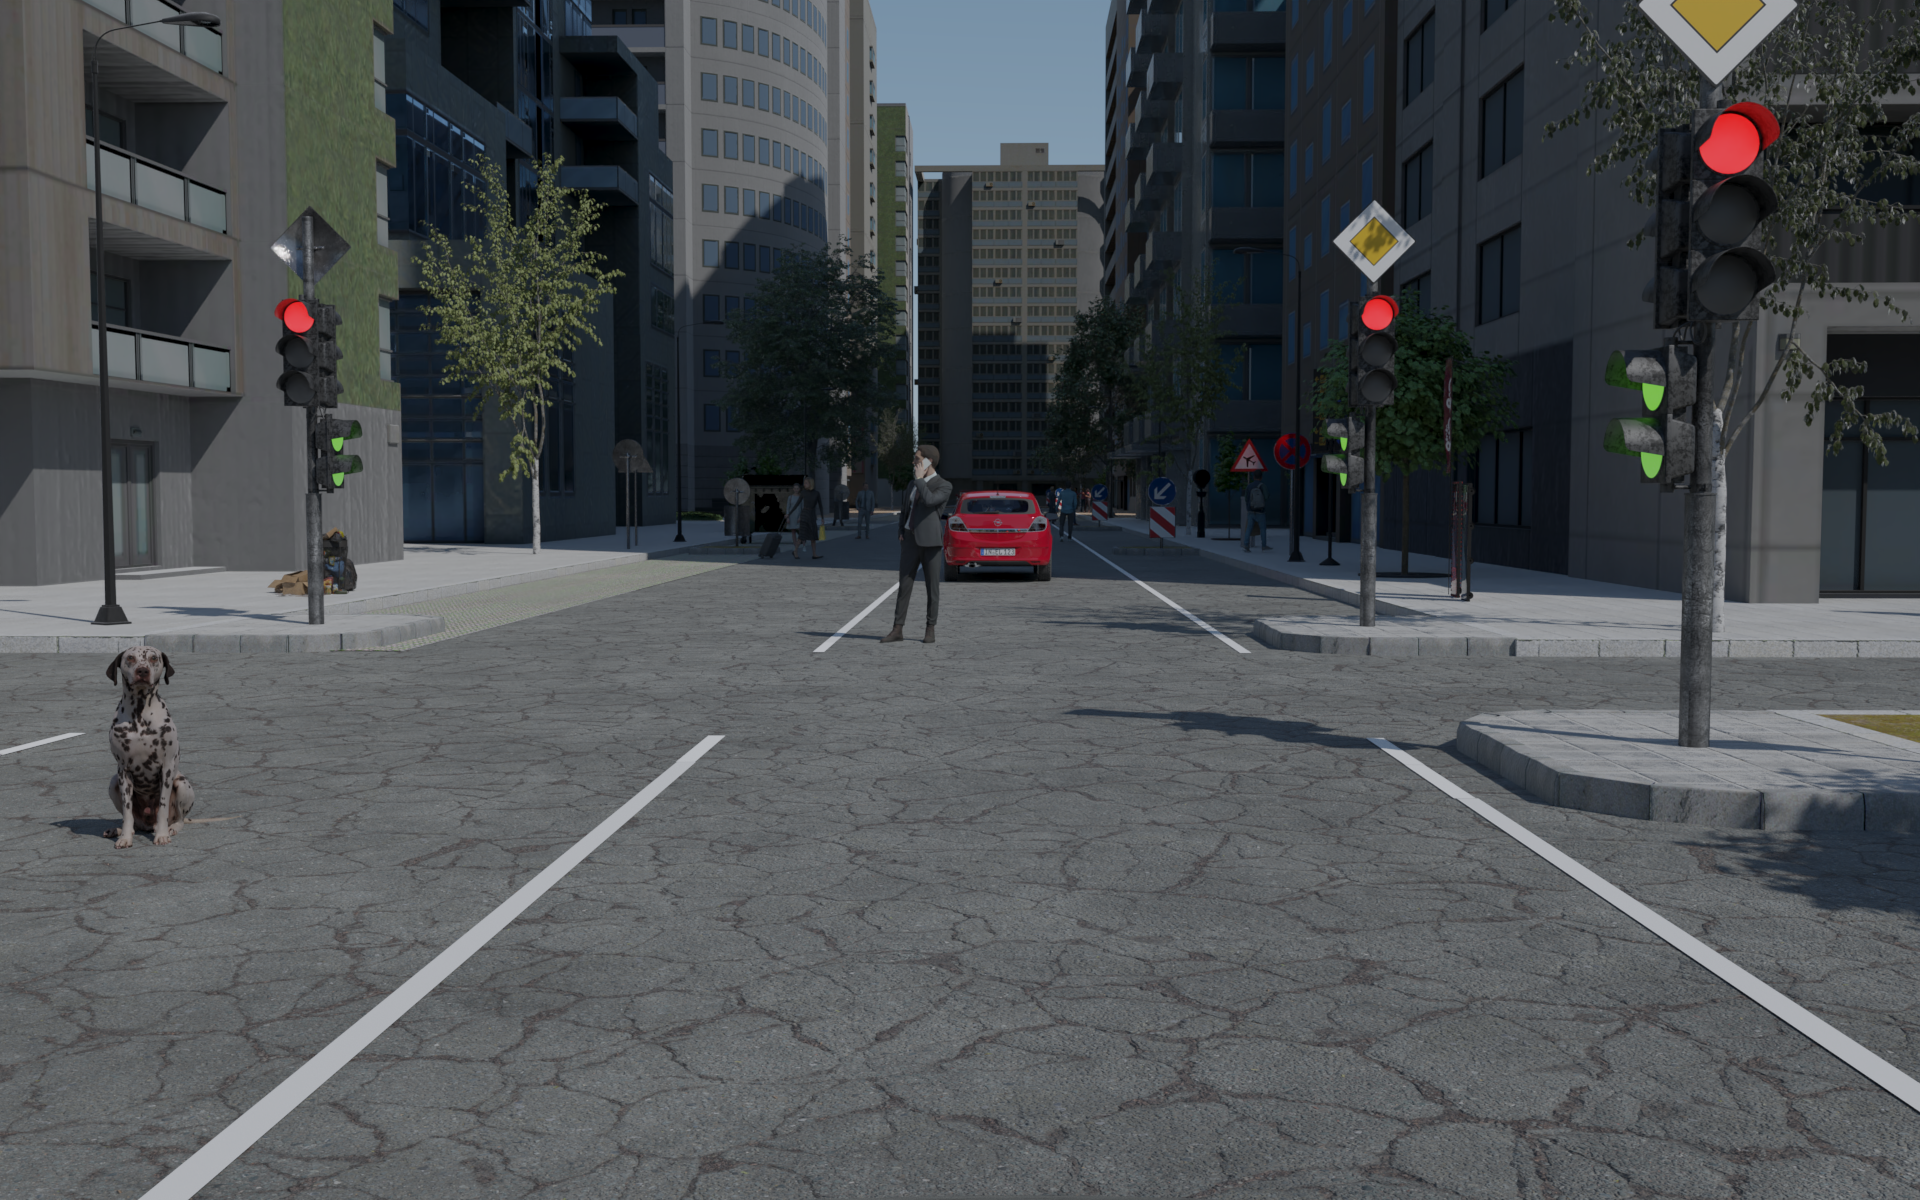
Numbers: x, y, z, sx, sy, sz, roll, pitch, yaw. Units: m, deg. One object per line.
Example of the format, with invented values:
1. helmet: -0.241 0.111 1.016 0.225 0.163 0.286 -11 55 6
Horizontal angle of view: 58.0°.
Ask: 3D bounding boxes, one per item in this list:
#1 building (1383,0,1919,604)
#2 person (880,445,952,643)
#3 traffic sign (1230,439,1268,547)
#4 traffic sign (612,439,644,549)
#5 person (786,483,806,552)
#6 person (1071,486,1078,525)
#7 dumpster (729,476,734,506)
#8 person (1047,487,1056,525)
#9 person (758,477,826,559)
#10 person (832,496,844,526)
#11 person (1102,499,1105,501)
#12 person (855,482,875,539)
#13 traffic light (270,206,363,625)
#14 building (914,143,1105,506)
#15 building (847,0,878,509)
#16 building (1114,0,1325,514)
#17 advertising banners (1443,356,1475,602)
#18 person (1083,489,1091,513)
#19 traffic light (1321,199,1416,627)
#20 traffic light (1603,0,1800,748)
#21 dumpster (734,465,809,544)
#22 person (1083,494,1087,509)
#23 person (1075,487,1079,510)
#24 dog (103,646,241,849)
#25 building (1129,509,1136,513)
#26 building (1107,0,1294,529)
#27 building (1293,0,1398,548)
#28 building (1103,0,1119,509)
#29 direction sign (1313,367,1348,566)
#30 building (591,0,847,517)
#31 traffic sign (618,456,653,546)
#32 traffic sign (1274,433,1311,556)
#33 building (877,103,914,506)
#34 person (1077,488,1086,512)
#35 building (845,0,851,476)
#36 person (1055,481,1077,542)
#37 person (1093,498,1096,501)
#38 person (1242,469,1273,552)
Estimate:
1. building: 19.823 -36.071 28.019 20.611 71.187 20.563 0 4 2
2. person: -0.400 -0.540 16.686 0.648 1.900 0.474 2 4 31
3. traffic sign: 6.824 -2.503 40.920 0.884 2.594 0.081 0 4 8
4. traffic sign: -7.709 -2.452 40.198 0.768 2.556 0.104 1 4 9
5. person: -4.070 -2.058 43.151 0.512 1.701 0.522 0 3 0
6. person: 5.093 -4.308 79.122 0.419 1.800 0.721 -3 5 -45
7. dumpster: -7.272 -3.518 60.009 1.502 2.255 1.985 0 4 2
8. person: 4.305 -4.428 81.323 0.576 1.772 0.534 3 5 40
9. person: -3.668 -1.814 38.370 1.509 1.804 0.699 2 4 30
10. person: -5.028 -3.901 72.685 0.834 1.777 0.661 -3 4 -36
11. person: 12.797 -9.013 153.953 0.990 1.755 0.434 -1 4 -22
12. person: -3.058 -2.876 55.617 0.635 1.810 0.391 0 4 -2
13. traffic light: -6.325 -1.714 16.947 0.839 4.253 0.868 0 4 2
14. building: 7.113 -30.724 194.221 23.993 40.220 32.217 0 4 2
15. building: -18.632 -32.430 153.925 21.600 48.544 21.300 0 4 2
16. building: 19.528 -29.682 135.414 14.600 45.320 14.200 0 4 2
17. advertising banners: 6.169 -1.546 21.471 0.090 3.025 2.074 0 4 7
18. person: 8.589 -6.729 117.529 0.593 1.643 0.415 1 4 16
19. traffic light: 3.933 -1.698 16.689 0.839 4.253 0.868 0 4 2
20. traffic light: 3.719 -1.210 8.707 0.839 4.253 0.868 0 4 2
21. dumpster: -5.317 -2.741 49.767 1.985 2.255 1.502 0 4 2
22. person: 11.032 -8.778 152.788 0.991 1.433 0.599 1 4 18
23. person: 9.602 -8.438 143.958 0.705 1.831 1.348 -1 4 -22
24. dog: -3.319 0.582 7.315 0.513 0.831 0.800 1 4 21
25. building: 28.066 -25.957 116.273 32.217 40.220 23.993 0 4 2
26. building: 18.930 -27.888 75.584 23.786 49.044 30.456 0 4 2
27. building: 16.711 -24.181 45.474 14.600 45.320 14.200 0 4 2
28. building: 24.024 -32.377 153.073 21.300 48.544 21.600 0 4 2
29. direction sign: 6.658 -2.390 31.076 0.379 3.537 0.876 -2 4 -35
30. building: -18.794 -34.488 105.879 21.231 58.520 28.212 0 4 2
31. traffic sign: -8.024 -2.622 42.868 0.884 2.594 0.081 0 4 3
32. traffic sign: 6.914 -2.200 36.074 0.768 2.556 0.104 1 4 9
33. building: -12.184 -30.657 184.835 14.086 41.232 14.154 0 4 2
34. person: 8.901 -7.241 125.150 1.217 1.743 0.721 0 4 -3
35. building: -15.627 -29.221 127.870 14.600 45.320 14.200 0 4 2
36. person: 3.202 -2.674 52.244 0.660 1.820 0.620 0 4 7
37. person: 11.052 -8.181 143.020 0.599 1.433 0.991 1 4 12
38. person: 6.470 -1.952 37.937 0.713 1.824 0.794 -2 4 -31
